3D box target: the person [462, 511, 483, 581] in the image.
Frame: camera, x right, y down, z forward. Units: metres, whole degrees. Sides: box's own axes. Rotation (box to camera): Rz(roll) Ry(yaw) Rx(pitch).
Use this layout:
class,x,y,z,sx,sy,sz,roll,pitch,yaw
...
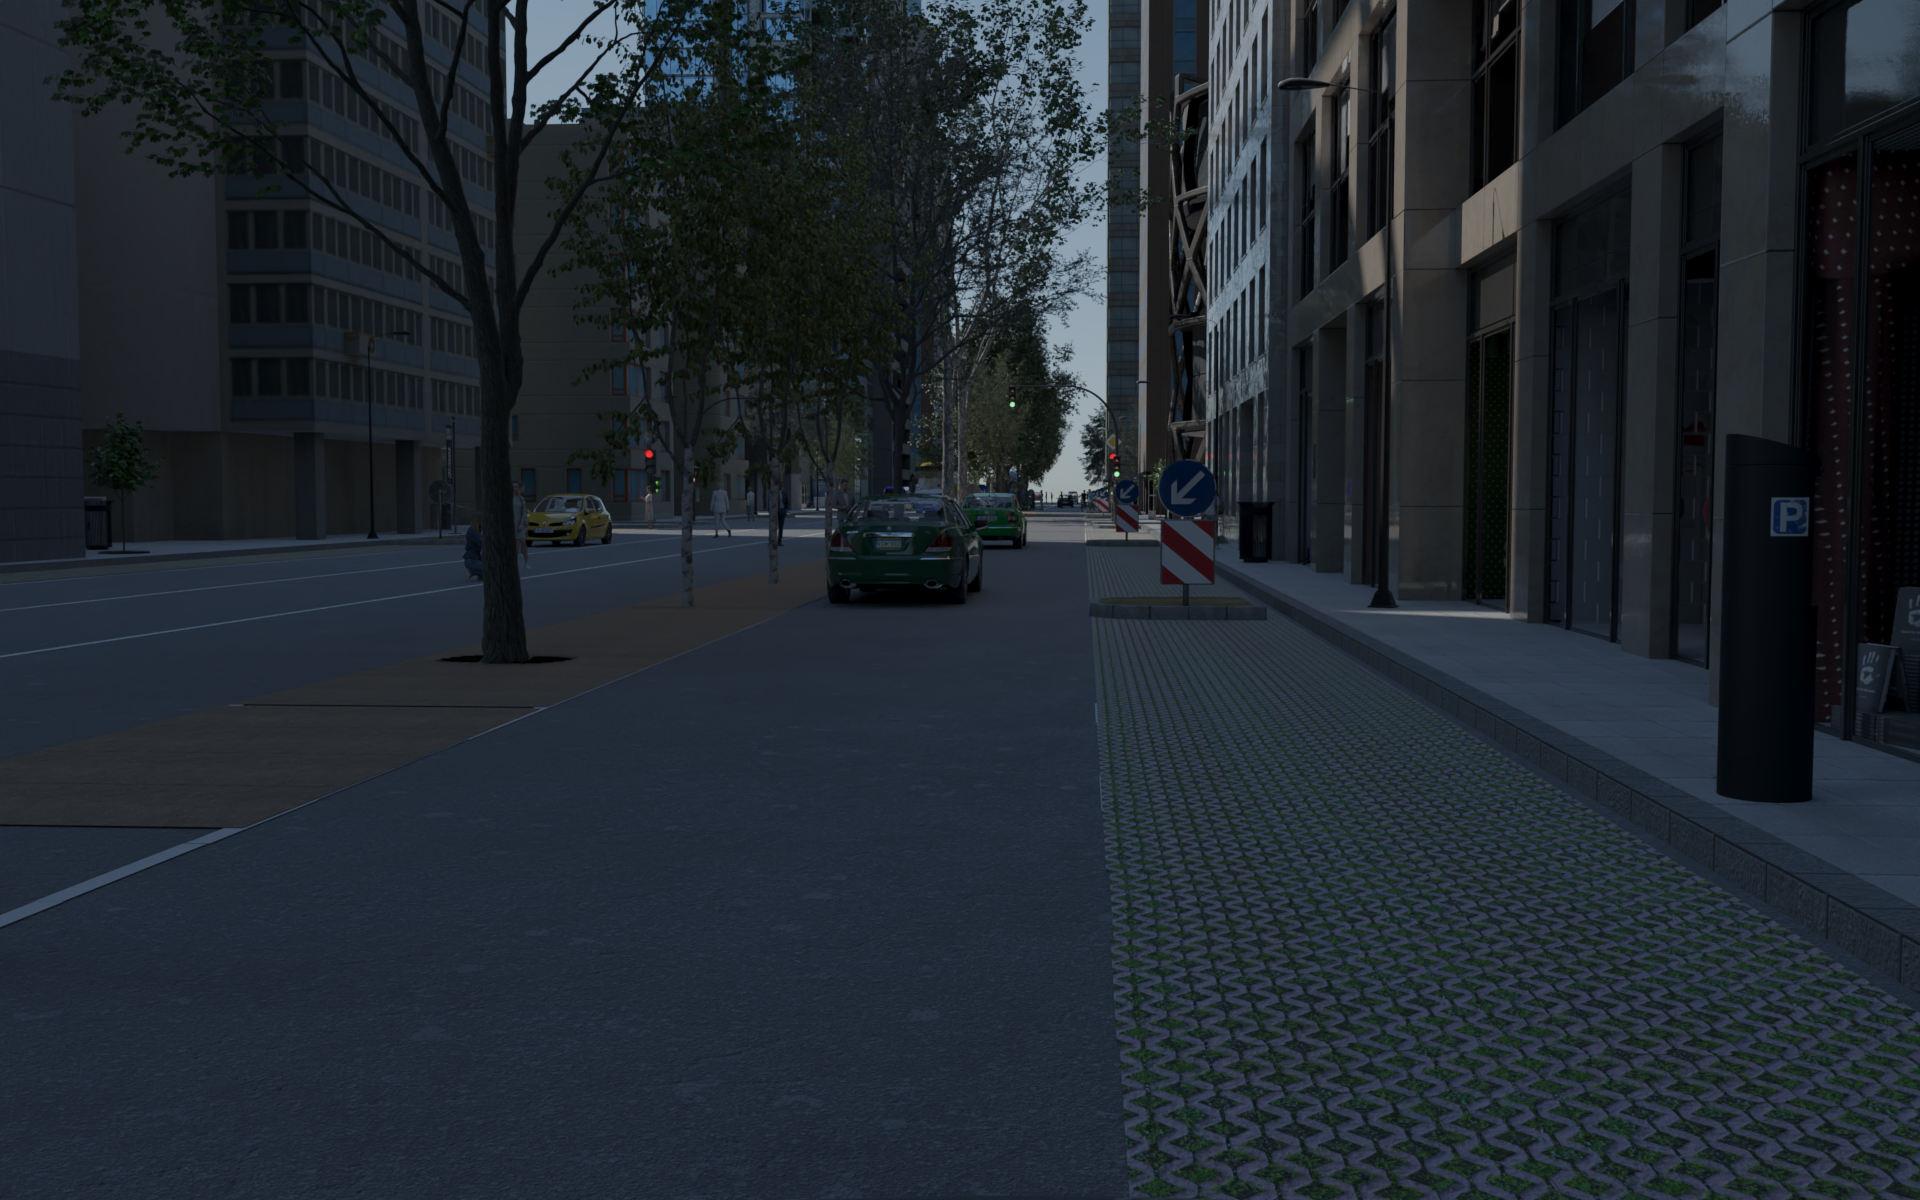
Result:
class,x,y,z,sx,sy,sz,roll,pitch,yaw
person,-7.850,-0.899,28.698,0.738,1.151,1.012,0,4,-5

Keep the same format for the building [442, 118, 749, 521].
class,x,y,z,sx,sy,sz,roll,pitch,yaw
building,-28.245,-15.367,96.298,27.650,21.520,28.899,0,4,4

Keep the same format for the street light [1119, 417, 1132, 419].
class,x,y,z,sx,sy,sz,roll,pitch,yaw
street light,10.279,-8.052,104.188,1.470,5.913,1.316,0,4,4

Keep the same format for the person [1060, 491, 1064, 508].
class,x,y,z,sx,sy,sz,roll,pitch,yaw
person,10.326,-10.152,175.289,0.445,1.727,0.742,0,4,-6

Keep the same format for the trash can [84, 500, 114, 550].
class,x,y,z,sx,sy,sz,roll,pitch,yaw
trash can,-19.812,-1.719,39.761,0.748,1.137,0.748,0,3,0

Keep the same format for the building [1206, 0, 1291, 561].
class,x,y,z,sx,sy,sz,roll,pitch,yaw
building,11.661,-11.371,40.665,10.420,20.320,16.860,0,4,4

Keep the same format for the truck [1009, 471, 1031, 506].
class,x,y,z,sx,sy,sz,roll,pitch,yaw
truck,7.237,-13.334,207.770,2.967,4.110,18.799,0,4,6

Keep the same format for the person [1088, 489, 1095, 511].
class,x,y,z,sx,sy,sz,roll,pitch,yaw
person,9.934,-7.483,130.870,0.620,1.820,0.660,-1,4,-20

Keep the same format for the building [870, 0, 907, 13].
class,x,y,z,sx,sy,sz,roll,pitch,yaw
building,-15.011,-47.757,219.080,20.563,71.187,20.611,0,4,4

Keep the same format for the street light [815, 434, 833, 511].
class,x,y,z,sx,sy,sz,roll,pitch,yaw
street light,-10.413,-9.808,132.898,1.470,5.913,1.316,0,4,4

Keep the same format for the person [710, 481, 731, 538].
class,x,y,z,sx,sy,sz,roll,pitch,yaw
person,-7.726,-2.913,56.013,0.818,1.842,0.514,3,5,44

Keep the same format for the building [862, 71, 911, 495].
class,x,y,z,sx,sy,sz,roll,pitch,yaw
building,-17.298,-35.175,198.814,21.300,48.544,21.600,0,4,4

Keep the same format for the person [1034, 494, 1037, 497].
class,x,y,z,sx,sy,sz,roll,pitch,yaw
person,10.825,-14.955,253.018,0.705,1.823,1.348,-3,5,-40

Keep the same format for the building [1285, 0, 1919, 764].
class,x,y,z,sx,sy,sz,roll,pitch,yaw
building,14.493,-12.826,14.224,19.350,26.468,34.151,0,4,4

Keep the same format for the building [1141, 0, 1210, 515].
class,x,y,z,sx,sy,sz,roll,pitch,yaw
building,18.719,-28.189,110.999,14.600,45.320,14.200,0,4,4

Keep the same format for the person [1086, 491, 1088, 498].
class,x,y,z,sx,sy,sz,roll,pitch,yaw
person,18.467,-14.868,251.577,0.705,1.826,1.348,0,4,3

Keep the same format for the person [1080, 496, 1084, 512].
class,x,y,z,sx,sy,sz,roll,pitch,yaw
person,9.593,-7.543,136.518,0.332,1.250,0.352,0,4,-1

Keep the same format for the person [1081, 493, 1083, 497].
class,x,y,z,sx,sy,sz,roll,pitch,yaw
person,21.974,-18.495,311.610,1.217,1.735,0.721,-1,4,-10

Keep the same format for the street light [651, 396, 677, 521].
class,x,y,z,sx,sy,sz,roll,pitch,yaw
street light,-14.031,-6.680,81.755,1.470,5.913,1.316,0,4,4

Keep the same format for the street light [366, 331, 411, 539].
class,x,y,z,sx,sy,sz,roll,pitch,yaw
street light,-16.293,-4.701,49.406,1.470,5.913,1.316,0,4,4

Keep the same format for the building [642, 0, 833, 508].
class,x,y,z,sx,sy,sz,roll,pitch,yaw
building,-19.685,-52.504,171.108,22.319,86.520,31.000,0,4,4

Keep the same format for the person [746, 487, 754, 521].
class,x,y,z,sx,sy,sz,roll,pitch,yaw
person,-10.883,-4.978,90.121,0.478,1.798,0.641,-2,4,-27

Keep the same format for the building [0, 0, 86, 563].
class,x,y,z,sx,sy,sz,roll,pitch,yaw
building,-29.062,-29.230,19.909,21.231,58.520,28.212,0,4,4

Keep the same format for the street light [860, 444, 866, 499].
class,x,y,z,sx,sy,sz,roll,pitch,yaw
street light,-8.542,-11.351,158.126,1.470,5.913,1.316,0,4,4

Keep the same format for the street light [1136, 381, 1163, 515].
class,x,y,z,sx,sy,sz,roll,pitch,yaw
street light,7.916,-6.018,70.934,1.470,5.913,1.316,0,4,4

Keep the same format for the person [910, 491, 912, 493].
class,x,y,z,sx,sy,sz,roll,pitch,yaw
person,-5.112,-10.600,182.523,1.217,1.735,0.721,-2,4,-28

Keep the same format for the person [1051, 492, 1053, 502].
class,x,y,z,sx,sy,sz,roll,pitch,yaw
person,14.053,-15.702,266.162,0.436,1.711,0.756,2,4,32

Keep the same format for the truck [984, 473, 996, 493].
class,x,y,z,sx,sy,sz,roll,pitch,yaw
truck,4.678,-14.567,227.076,2.839,4.237,11.283,0,4,3

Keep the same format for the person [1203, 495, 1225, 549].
class,x,y,z,sx,sy,sz,roll,pitch,yaw
person,5.917,-1.944,40.421,0.503,1.515,0.523,1,4,18

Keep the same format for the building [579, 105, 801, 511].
class,x,y,z,sx,sy,sz,roll,pitch,yaw
building,-20.281,-22.061,132.398,14.160,30.474,14.107,0,4,4

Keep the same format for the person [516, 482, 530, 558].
class,x,y,z,sx,sy,sz,roll,pitch,yaw
person,-9.857,-1.790,38.774,0.522,1.701,0.512,-2,4,-27

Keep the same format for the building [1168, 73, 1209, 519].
class,x,y,z,sx,sy,sz,roll,pitch,yaw
building,15.999,-11.951,62.850,16.820,18.784,16.811,0,4,4

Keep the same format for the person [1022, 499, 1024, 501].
class,x,y,z,sx,sy,sz,roll,pitch,yaw
person,5.552,-9.049,159.707,0.557,1.426,1.065,3,4,37

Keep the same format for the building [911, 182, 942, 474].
class,x,y,z,sx,sy,sz,roll,pitch,yaw
building,-9.974,-36.593,248.408,14.600,45.320,14.200,0,4,4

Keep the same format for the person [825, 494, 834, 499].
class,x,y,z,sx,sy,sz,roll,pitch,yaw
person,-10.779,-8.369,143.548,0.731,1.740,0.598,-1,4,-20

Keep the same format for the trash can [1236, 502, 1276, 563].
class,x,y,z,sx,sy,sz,roll,pitch,yaw
trash can,5.548,-1.274,32.479,0.748,1.137,0.748,0,3,0

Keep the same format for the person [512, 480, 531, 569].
class,x,y,z,sx,sy,sz,roll,pitch,yaw
person,-8.482,-1.437,32.996,0.512,1.701,0.522,-1,4,-23

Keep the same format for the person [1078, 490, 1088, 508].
class,x,y,z,sx,sy,sz,roll,pitch,yaw
person,12.632,-10.282,176.244,1.348,1.869,0.705,-1,4,-14

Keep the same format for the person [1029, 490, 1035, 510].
class,x,y,z,sx,sy,sz,roll,pitch,yaw
person,6.357,-8.704,151.229,0.534,1.772,0.576,-3,5,-44

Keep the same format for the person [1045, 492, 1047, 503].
class,x,y,z,sx,sy,sz,roll,pitch,yaw
person,13.443,-16.025,270.446,0.705,1.831,1.348,0,4,-4

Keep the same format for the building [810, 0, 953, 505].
class,x,y,z,sx,sy,sz,roll,pitch,yaw
building,-11.276,-59.898,292.001,22.319,86.520,31.000,0,4,4

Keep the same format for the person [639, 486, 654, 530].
class,x,y,z,sx,sy,sz,roll,pitch,yaw
person,-12.554,-3.694,69.471,0.524,1.755,0.480,-2,4,-24

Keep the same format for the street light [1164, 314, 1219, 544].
class,x,y,z,sx,sy,sz,roll,pitch,yaw
street light,6.110,-4.424,44.871,1.470,5.913,1.316,0,4,4

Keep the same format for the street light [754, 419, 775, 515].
class,x,y,z,sx,sy,sz,roll,pitch,yaw
street light,-12.146,-8.241,107.285,1.470,5.913,1.316,0,4,4

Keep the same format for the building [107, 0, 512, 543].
class,x,y,z,sx,sy,sz,roll,pitch,yaw
building,-28.452,-22.338,57.114,23.993,40.220,32.217,0,4,4

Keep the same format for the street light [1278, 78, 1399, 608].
class,x,y,z,sx,sy,sz,roll,pitch,yaw
street light,4.252,-2.871,19.480,1.470,5.913,1.316,0,4,4

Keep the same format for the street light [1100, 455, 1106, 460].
class,x,y,z,sx,sy,sz,roll,pitch,yaw
street light,17.382,-14.227,205.159,1.470,5.913,1.316,0,4,4

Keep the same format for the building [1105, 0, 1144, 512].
class,x,y,z,sx,sy,sz,roll,pitch,yaw
building,18.312,-27.506,133.309,14.154,41.232,14.086,0,4,4

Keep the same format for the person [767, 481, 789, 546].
class,x,y,z,sx,sy,sz,roll,pitch,yaw
person,-5.028,-2.385,47.677,0.721,1.800,0.419,-2,4,-26

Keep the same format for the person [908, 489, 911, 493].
class,x,y,z,sx,sy,sz,roll,pitch,yaw
person,-4.225,-8.185,142.131,0.447,1.846,0.655,1,4,21

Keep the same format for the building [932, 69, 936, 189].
class,x,y,z,sx,sy,sz,roll,pitch,yaw
building,-11.959,-50.660,266.536,20.563,71.187,20.611,0,4,4

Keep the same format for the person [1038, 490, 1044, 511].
class,x,y,z,sx,sy,sz,roll,pitch,yaw
person,7.037,-8.685,150.687,0.466,1.800,0.511,-1,4,-21

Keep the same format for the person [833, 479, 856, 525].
class,x,y,z,sx,sy,sz,roll,pitch,yaw
person,-2.782,-2.067,42.487,0.606,1.804,0.583,-2,4,-30
